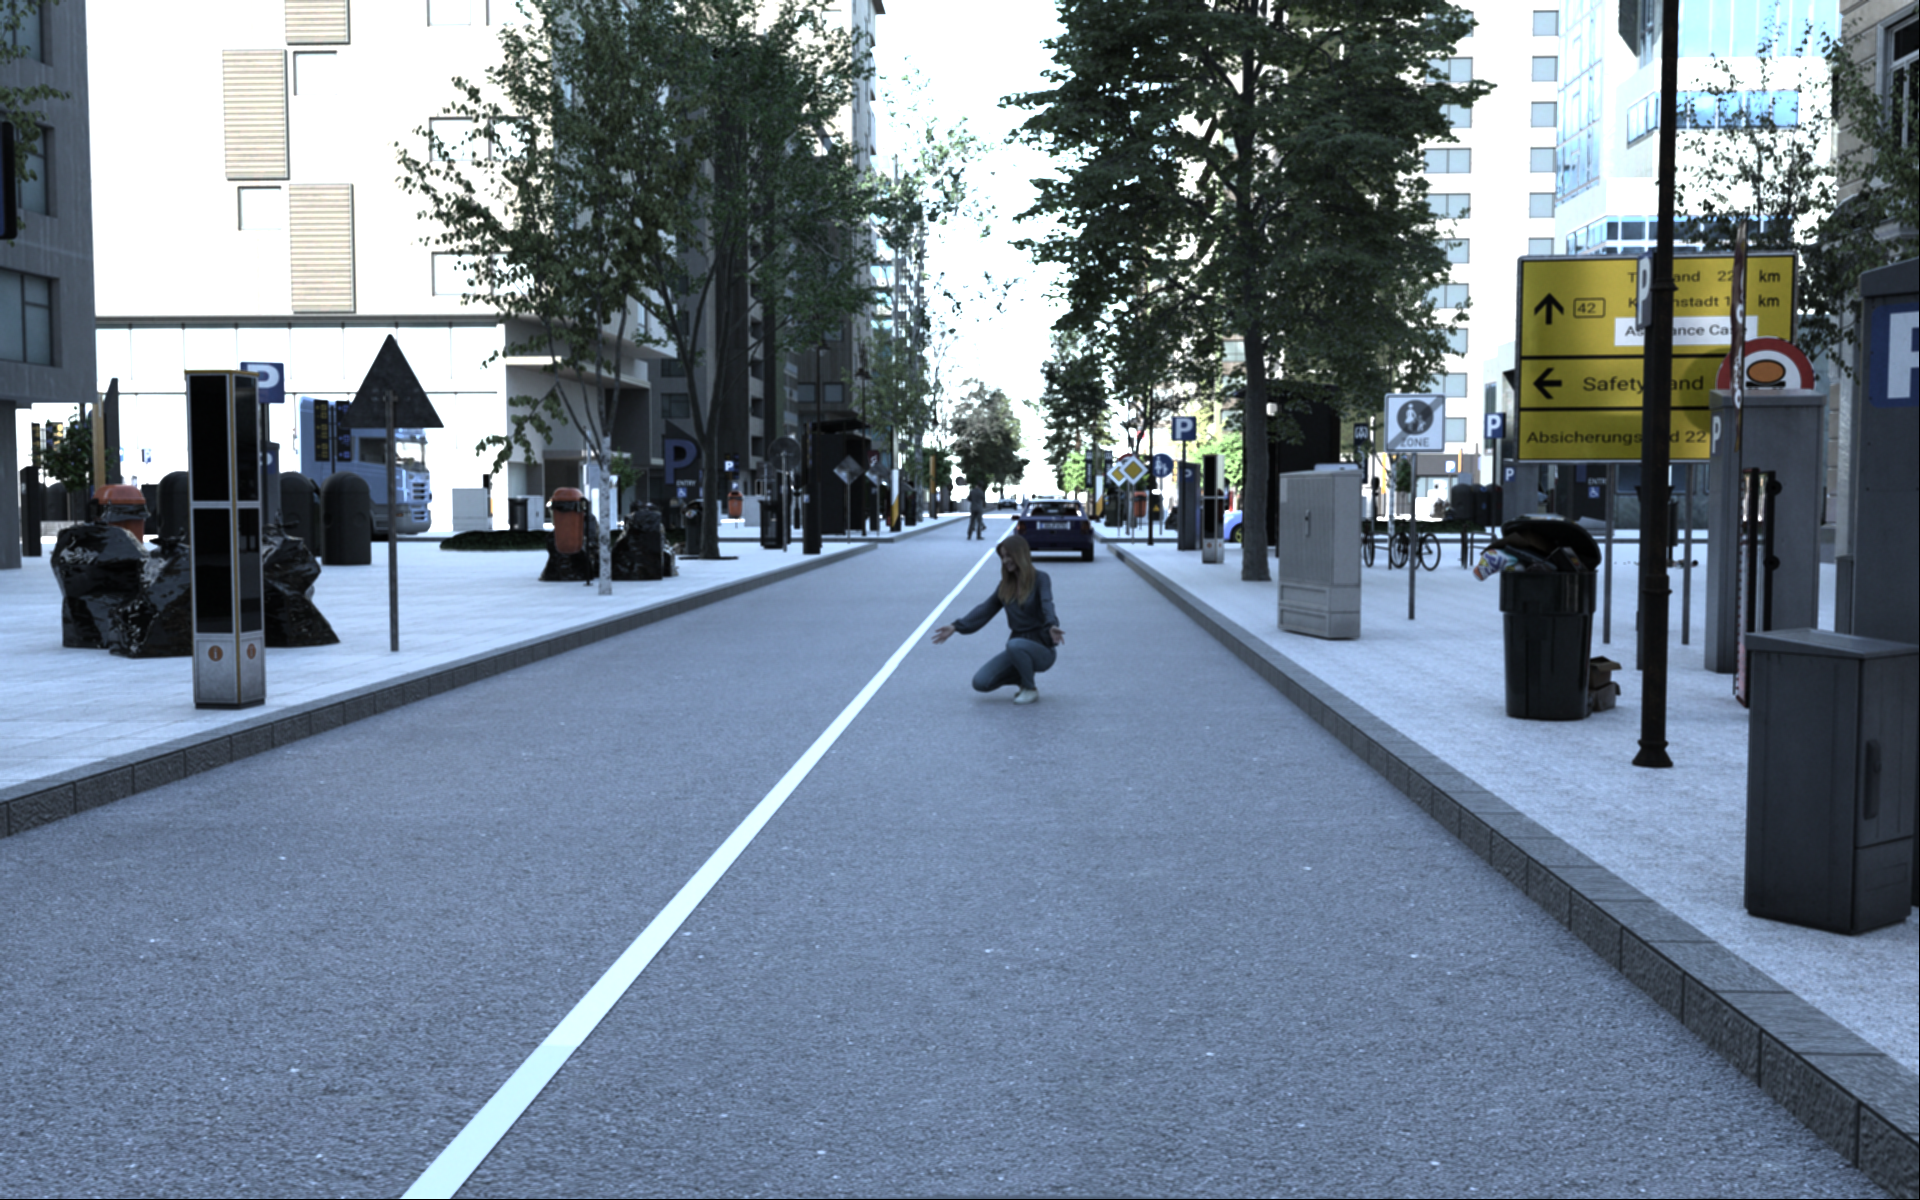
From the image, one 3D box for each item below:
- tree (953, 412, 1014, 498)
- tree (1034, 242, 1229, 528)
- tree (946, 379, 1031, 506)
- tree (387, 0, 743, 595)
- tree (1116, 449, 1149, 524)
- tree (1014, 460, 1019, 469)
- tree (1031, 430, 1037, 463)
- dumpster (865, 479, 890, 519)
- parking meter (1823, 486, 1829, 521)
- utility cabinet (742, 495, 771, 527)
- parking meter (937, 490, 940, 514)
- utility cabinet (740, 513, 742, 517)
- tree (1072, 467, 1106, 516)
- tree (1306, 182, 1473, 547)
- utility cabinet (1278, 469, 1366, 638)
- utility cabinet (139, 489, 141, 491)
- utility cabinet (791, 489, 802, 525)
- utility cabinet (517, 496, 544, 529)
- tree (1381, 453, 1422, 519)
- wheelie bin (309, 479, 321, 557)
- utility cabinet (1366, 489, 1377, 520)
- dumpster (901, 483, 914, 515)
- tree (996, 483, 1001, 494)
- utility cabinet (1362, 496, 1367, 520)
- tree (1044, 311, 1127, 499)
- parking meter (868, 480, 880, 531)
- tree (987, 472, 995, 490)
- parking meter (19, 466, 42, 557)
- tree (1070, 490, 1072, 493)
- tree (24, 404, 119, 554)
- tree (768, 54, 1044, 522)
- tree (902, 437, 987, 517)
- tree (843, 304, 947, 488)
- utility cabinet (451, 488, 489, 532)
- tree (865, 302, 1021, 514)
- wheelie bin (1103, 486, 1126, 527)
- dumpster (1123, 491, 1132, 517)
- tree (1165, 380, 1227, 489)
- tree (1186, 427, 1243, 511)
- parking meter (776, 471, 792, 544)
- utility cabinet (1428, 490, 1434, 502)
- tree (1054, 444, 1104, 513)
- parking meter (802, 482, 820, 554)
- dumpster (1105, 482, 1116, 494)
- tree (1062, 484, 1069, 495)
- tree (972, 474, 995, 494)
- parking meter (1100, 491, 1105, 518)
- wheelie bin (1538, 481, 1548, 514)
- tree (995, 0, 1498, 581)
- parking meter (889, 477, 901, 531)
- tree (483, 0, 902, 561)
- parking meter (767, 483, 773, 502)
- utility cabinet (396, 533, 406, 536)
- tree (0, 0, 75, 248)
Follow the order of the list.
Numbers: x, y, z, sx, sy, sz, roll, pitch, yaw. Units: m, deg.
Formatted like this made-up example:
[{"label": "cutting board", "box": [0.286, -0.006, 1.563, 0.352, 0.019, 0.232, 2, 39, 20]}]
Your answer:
[{"label": "tree", "box": [1.530, -12.252, 150.683, 4.360, 8.622, 3.978, 0, 3, 0]}, {"label": "tree", "box": [6.397, -7.991, 65.062, 8.767, 10.594, 7.601, 2, 4, 28]}, {"label": "tree", "box": [2.615, -17.405, 191.228, 9.857, 13.997, 8.962, 0, 3, 0]}, {"label": "tree", "box": [-4.716, -4.383, 22.028, 4.737, 8.622, 4.395, 0, 3, 0]}, {"label": "tree", "box": [7.403, -4.825, 73.485, 1.663, 3.219, 1.824, 0, 3, 0]}, {"label": "tree", "box": [5.802, -17.895, 242.947, 4.360, 8.622, 3.978, 0, 3, 0]}, {"label": "tree", "box": [6.228, -21.313, 255.115, 9.857, 13.997, 8.962, 0, 3, 0]}, {"label": "dumpster", "box": [-4.397, -5.366, 90.228, 1.502, 2.255, 1.985, 0, 4, 3]}, {"label": "parking meter", "box": [28.632, -2.974, 57.032, 0.372, 1.533, 0.369, 0, 3, 0]}, {"label": "utility cabinet", "box": [-7.914, -3.456, 67.667, 1.020, 1.237, 0.306, 0, 4, -5]}, {"label": "parking meter", "box": [-1.437, -6.146, 108.900, 0.372, 1.533, 0.369, 0, 3, 0]}, {"label": "utility cabinet", "box": [-12.545, -5.255, 97.085, 1.020, 1.237, 0.306, 2, 4, 31]}, {"label": "tree", "box": [7.820, -6.468, 100.359, 1.663, 3.219, 1.824, 0, 3, 0]}, {"label": "tree", "box": [10.403, -5.590, 41.761, 4.737, 8.622, 4.395, 0, 3, 0]}, {"label": "utility cabinet", "box": [3.240, -0.430, 15.702, 0.318, 1.500, 1.173, -1, 4, -12]}, {"label": "utility cabinet", "box": [-32.861, -3.720, 69.501, 0.318, 1.500, 1.173, 1, 4, 22]}, {"label": "utility cabinet", "box": [-6.906, -3.849, 71.614, 1.173, 1.500, 0.318, 0, 4, 7]}, {"label": "utility cabinet", "box": [-15.518, -3.147, 62.622, 0.306, 1.237, 1.020, 2, 4, 35]}, {"label": "tree", "box": [19.133, -4.878, 74.350, 1.663, 3.219, 1.824, 0, 3, 0]}, {"label": "wheelie bin", "box": [-13.361, -1.691, 35.549, 0.693, 1.594, 0.980, -3, 4, -38]}, {"label": "utility cabinet", "box": [18.515, -4.330, 79.472, 1.173, 1.500, 0.318, 1, 4, 8]}, {"label": "dumpster", "box": [-3.038, -5.110, 89.311, 1.264, 1.857, 1.865, 0, 4, 3]}, {"label": "tree", "box": [4.752, -14.847, 237.343, 1.663, 3.219, 1.824, 0, 3, 0]}, {"label": "utility cabinet", "box": [13.489, -2.971, 59.744, 1.020, 1.237, 0.306, 0, 4, -8]}, {"label": "tree", "box": [12.569, -19.653, 177.208, 12.611, 20.169, 13.585, 0, 3, 0]}, {"label": "parking meter", "box": [-3.003, -3.357, 60.591, 0.399, 1.863, 0.255, 0, 4, -1]}, {"label": "tree", "box": [1.789, -11.973, 179.476, 4.285, 4.588, 4.351, 0, 3, 0]}, {"label": "parking meter", "box": [-19.122, -1.829, 35.619, 0.399, 1.863, 0.255, 3, 4, 37]}, {"label": "tree", "box": [11.754, -10.569, 167.410, 1.663, 3.219, 1.824, 0, 3, 0]}, {"label": "tree", "box": [-18.893, -2.607, 37.219, 1.663, 3.219, 1.824, 0, 3, 0]}, {"label": "tree", "box": [-2.787, -13.561, 77.612, 12.611, 20.169, 13.585, 0, 3, 0]}, {"label": "tree", "box": [-1.672, -7.048, 98.943, 4.285, 4.588, 4.351, 0, 3, 0]}, {"label": "tree", "box": [-2.530, -7.067, 65.908, 4.737, 8.622, 4.395, 0, 3, 0]}, {"label": "utility cabinet", "box": [-16.541, -3.046, 58.480, 1.173, 1.500, 0.318, 0, 4, 8]}, {"label": "tree", "box": [-1.321, -12.312, 111.668, 12.009, 13.543, 11.850, 0, 3, 0]}, {"label": "wheelie bin", "box": [6.080, -3.664, 67.818, 0.693, 1.594, 0.980, 3, 5, 40]}, {"label": "dumpster", "box": [7.753, -4.599, 80.948, 1.264, 1.857, 1.865, 0, 4, 3]}, {"label": "tree", "box": [14.646, -9.613, 107.531, 4.737, 8.622, 4.395, 0, 3, 0]}, {"label": "tree", "box": [13.191, -6.021, 82.153, 4.285, 4.588, 4.351, 0, 3, 0]}, {"label": "parking meter", "box": [-4.487, -2.358, 44.270, 0.399, 1.863, 0.255, 0, 4, -7]}, {"label": "utility cabinet", "box": [28.332, -5.779, 103.163, 0.318, 1.500, 1.173, -1, 4, -16]}, {"label": "tree", "box": [8.264, -7.939, 113.509, 4.285, 4.588, 4.351, 0, 3, 0]}, {"label": "parking meter", "box": [-3.173, -1.749, 36.999, 0.372, 1.533, 0.369, 0, 3, 0]}, {"label": "dumpster", "box": [7.894, -5.042, 84.924, 1.502, 2.255, 1.985, 0, 4, 3]}, {"label": "tree", "box": [13.216, -13.184, 210.161, 1.663, 3.219, 1.824, 0, 3, 0]}, {"label": "tree", "box": [2.117, -10.586, 167.685, 1.663, 3.219, 1.824, 0, 3, 0]}, {"label": "parking meter", "box": [7.567, -5.157, 92.729, 0.372, 1.533, 0.369, 0, 3, 0]}, {"label": "wheelie bin", "box": [13.478, -2.026, 41.035, 0.693, 1.594, 0.980, -2, 4, -35]}, {"label": "tree", "box": [4.061, -6.545, 25.136, 7.486, 12.596, 7.792, 0, 3, 0]}, {"label": "parking meter", "box": [-2.227, -3.286, 59.429, 0.399, 1.863, 0.255, 0, 4, 8]}, {"label": "tree", "box": [-4.985, -6.592, 33.535, 9.928, 11.665, 9.643, 0, 3, 0]}, {"label": "parking meter", "box": [-10.030, -5.201, 90.746, 0.399, 1.863, 0.255, -1, 4, -12]}, {"label": "utility cabinet", "box": [-17.350, -2.692, 52.687, 1.173, 1.500, 0.318, 2, 4, 35]}, {"label": "tree", "box": [-12.819, -4.307, 20.786, 4.737, 8.622, 4.395, 0, 3, 0]}]
